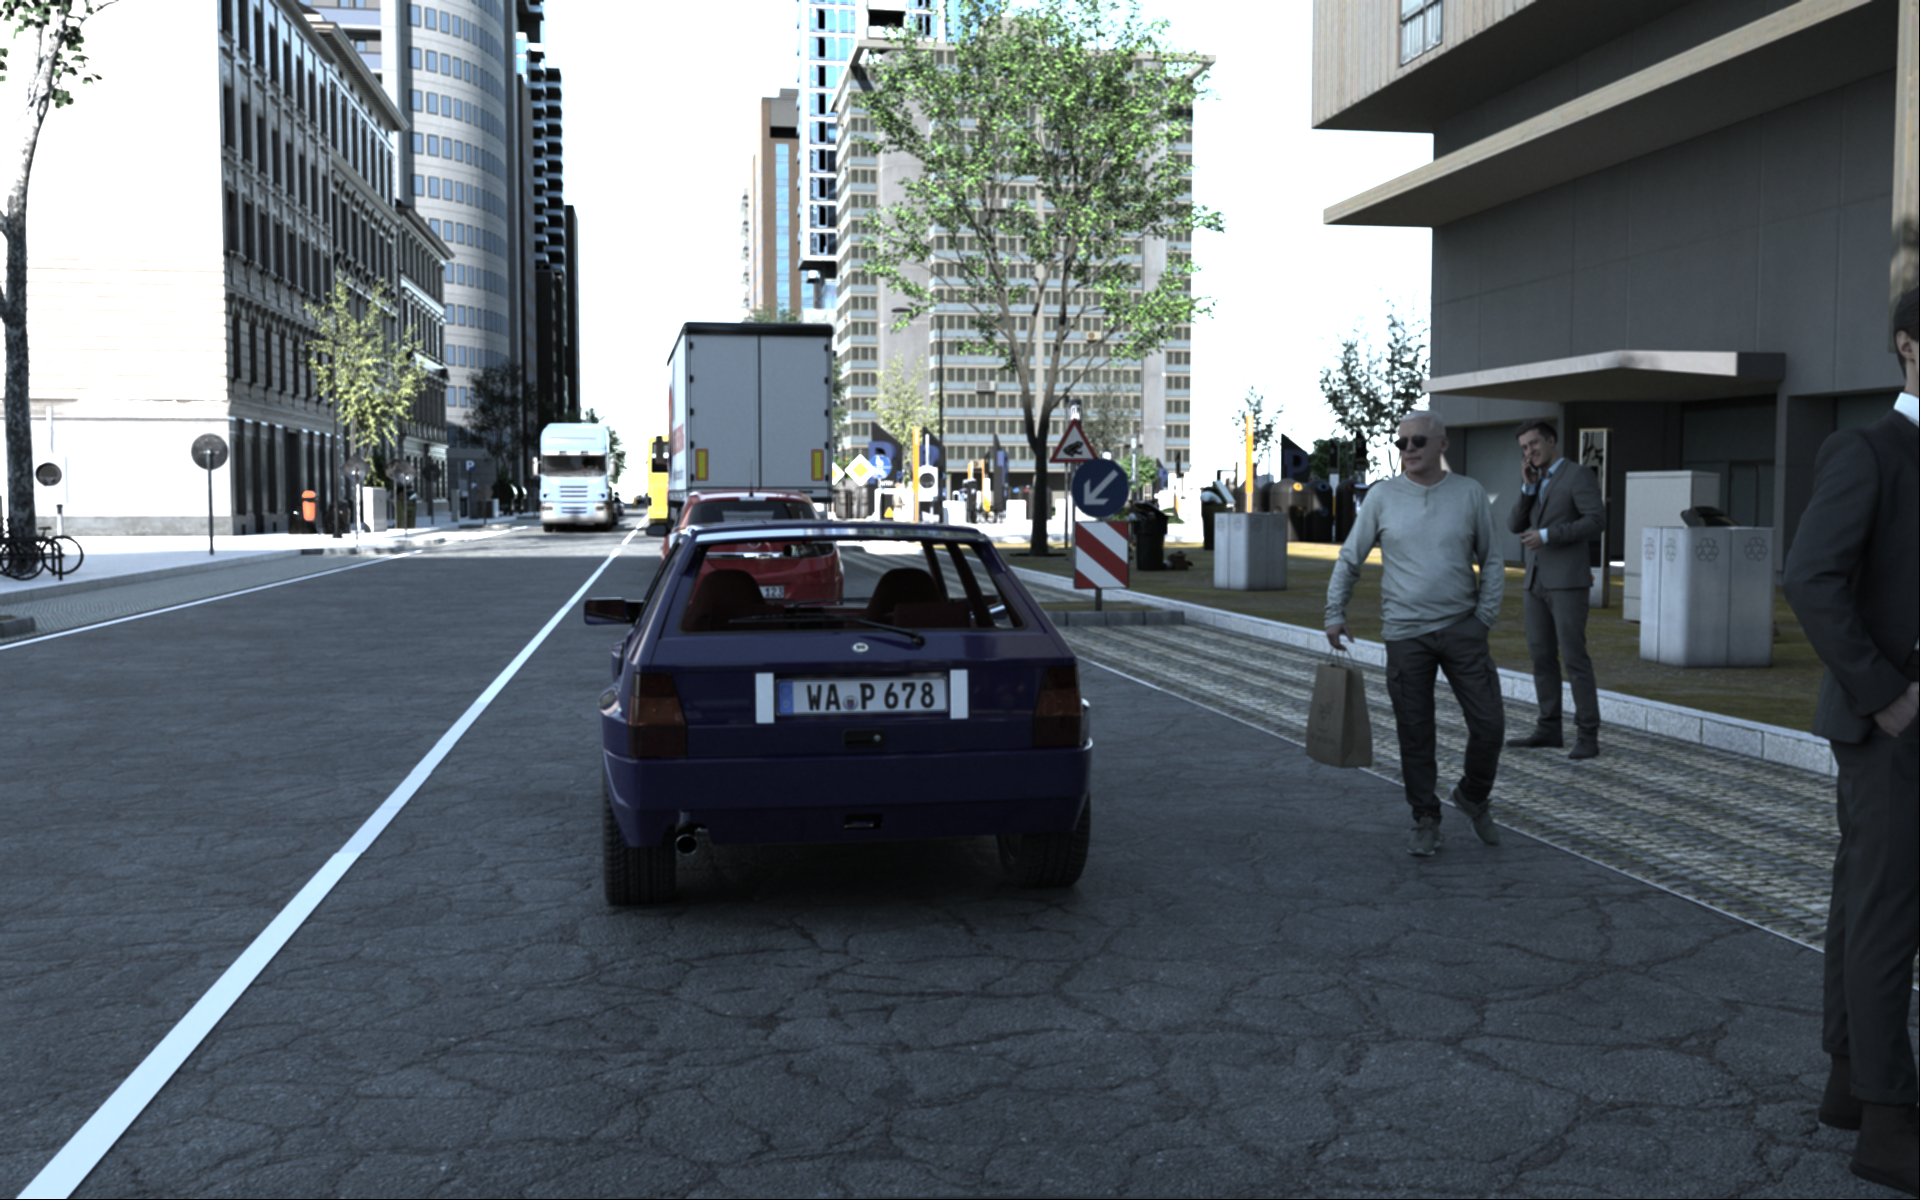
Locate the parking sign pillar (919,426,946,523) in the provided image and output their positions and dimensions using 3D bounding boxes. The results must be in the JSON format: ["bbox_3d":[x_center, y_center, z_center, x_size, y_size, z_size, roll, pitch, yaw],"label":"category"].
[{"bbox_3d":[-1.121,-4.887,68.369,1.447,3.967,1.447,-3,5,-40],"label":"parking sign pillar"}]

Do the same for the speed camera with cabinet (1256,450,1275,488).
[{"bbox_3d":[14.299,-5.164,78.772,2.038,3.252,0.660,-3,5,-44],"label":"speed camera with cabinet"}]

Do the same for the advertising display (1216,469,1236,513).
[{"bbox_3d":[6.924,-2.438,45.082,0.123,1.923,0.974,2,4,33],"label":"advertising display"}]

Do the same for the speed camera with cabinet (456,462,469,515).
[{"bbox_3d":[-30.019,-6.754,104.766,0.660,3.252,2.038,-2,4,-24],"label":"speed camera with cabinet"}]

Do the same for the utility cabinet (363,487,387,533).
[{"bbox_3d":[-19.339,-2.976,57.333,0.318,1.500,1.173,0,4,4],"label":"utility cabinet"}]

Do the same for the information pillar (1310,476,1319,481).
[{"bbox_3d":[14.808,-4.155,72.426,0.304,2.012,0.304,-1,4,-15],"label":"information pillar"}]

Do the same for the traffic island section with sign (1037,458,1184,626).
[{"bbox_3d":[1.297,-0.671,19.595,1.989,1.847,2.006,-1,4,-10],"label":"traffic island section with sign"}]

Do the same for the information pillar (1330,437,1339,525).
[{"bbox_3d":[15.427,-4.898,71.442,0.183,3.616,0.504,-2,4,-30],"label":"information pillar"}]

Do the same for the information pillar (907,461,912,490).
[{"bbox_3d":[-3.464,-7.804,118.957,0.183,3.616,0.504,2,4,28],"label":"information pillar"}]

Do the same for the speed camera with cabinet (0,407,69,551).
[{"bbox_3d":[-21.310,-2.739,39.113,2.038,3.252,0.660,-1,4,-19],"label":"speed camera with cabinet"}]

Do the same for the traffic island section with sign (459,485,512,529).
[{"bbox_3d":[-19.758,-3.885,72.143,1.989,1.847,2.006,-1,4,-10],"label":"traffic island section with sign"}]

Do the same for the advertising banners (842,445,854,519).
[{"bbox_3d":[-4.118,-4.109,63.377,0.090,3.025,2.074,0,4,7],"label":"advertising banners"}]

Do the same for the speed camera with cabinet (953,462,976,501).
[{"bbox_3d":[0.264,-6.880,106.831,0.660,3.252,2.038,-2,4,-27],"label":"speed camera with cabinet"}]

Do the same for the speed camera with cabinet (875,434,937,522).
[{"bbox_3d":[-1.768,-3.846,57.220,2.038,3.252,0.660,0,4,0],"label":"speed camera with cabinet"}]

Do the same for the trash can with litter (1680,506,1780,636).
[{"bbox_3d":[6.835,-0.239,15.295,0.624,1.170,1.055,-1,4,-12],"label":"trash can with litter"}]

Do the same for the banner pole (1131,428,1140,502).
[{"bbox_3d":[6.598,-4.594,65.124,0.401,3.779,0.863,2,4,31],"label":"banner pole"}]

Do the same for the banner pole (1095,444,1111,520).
[{"bbox_3d":[7.191,-5.913,86.701,0.863,3.779,0.401,1,4,20],"label":"banner pole"}]

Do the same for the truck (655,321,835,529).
[{"bbox_3d":[-4.385,-2.745,33.802,2.839,4.237,11.283,-1,4,-11],"label":"truck"}]

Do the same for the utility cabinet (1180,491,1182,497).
[{"bbox_3d":[15.333,-6.946,122.253,0.318,1.500,1.173,2,4,28],"label":"utility cabinet"}]

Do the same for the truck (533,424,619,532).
[{"bbox_3d":[-15.640,-5.032,72.027,2.967,4.110,18.799,-1,4,-10],"label":"truck"}]

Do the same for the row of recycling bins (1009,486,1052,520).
[{"bbox_3d":[3.297,-4.874,86.807,1.069,1.692,3.534,-3,5,-40],"label":"row of recycling bins"}]

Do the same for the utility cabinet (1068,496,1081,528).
[{"bbox_3d":[4.258,-3.286,64.892,0.306,1.237,1.020,-1,4,-15],"label":"utility cabinet"}]

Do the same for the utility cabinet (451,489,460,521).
[{"bbox_3d":[-23.435,-4.392,80.493,0.318,1.500,1.173,-1,4,-11],"label":"utility cabinet"}]

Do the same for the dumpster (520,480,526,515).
[{"bbox_3d":[-28.061,-6.497,108.725,1.502,2.255,1.985,-1,4,-10],"label":"dumpster"}]

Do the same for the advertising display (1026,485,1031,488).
[{"bbox_3d":[4.865,-7.182,122.635,0.123,1.923,0.974,-1,4,-11],"label":"advertising display"}]

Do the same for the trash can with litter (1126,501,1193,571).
[{"bbox_3d":[3.369,-1.088,29.181,1.055,1.170,0.624,-2,4,-29],"label":"trash can with litter"}]

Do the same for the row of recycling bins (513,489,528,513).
[{"bbox_3d":[-30.552,-6.923,120.306,1.069,1.692,3.534,-1,4,-20],"label":"row of recycling bins"}]

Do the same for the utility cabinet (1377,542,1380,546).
[{"bbox_3d":[10.718,-1.919,42.546,0.306,1.237,1.020,-2,4,-33],"label":"utility cabinet"}]

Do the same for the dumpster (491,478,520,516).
[{"bbox_3d":[-26.851,-6.070,101.732,1.502,2.255,1.985,-1,4,-10],"label":"dumpster"}]

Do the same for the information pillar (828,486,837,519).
[{"bbox_3d":[-5.681,-4.454,77.316,0.304,2.012,0.304,3,4,38],"label":"information pillar"}]

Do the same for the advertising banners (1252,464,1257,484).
[{"bbox_3d":[17.214,-6.225,97.961,0.090,3.025,2.074,-3,5,-41],"label":"advertising banners"}]

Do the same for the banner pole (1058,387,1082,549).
[{"bbox_3d":[2.617,-3.086,40.467,0.401,3.779,0.863,-2,4,-30],"label":"banner pole"}]

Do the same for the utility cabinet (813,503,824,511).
[{"bbox_3d":[-6.888,-4.317,81.744,1.020,1.237,0.306,2,4,29],"label":"utility cabinet"}]

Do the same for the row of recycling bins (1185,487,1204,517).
[{"bbox_3d":[14.019,-5.637,99.278,1.069,1.692,3.534,-1,4,-21],"label":"row of recycling bins"}]

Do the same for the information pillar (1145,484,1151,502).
[{"bbox_3d":[13.026,-7.084,120.312,0.304,2.012,0.304,-3,5,-43],"label":"information pillar"}]

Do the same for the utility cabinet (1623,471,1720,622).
[{"bbox_3d":[6.922,-0.501,16.865,0.318,1.500,1.173,-1,4,-8],"label":"utility cabinet"}]

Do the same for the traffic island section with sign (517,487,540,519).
[{"bbox_3d":[-24.310,-5.537,99.163,1.989,1.847,2.006,-1,4,-10],"label":"traffic island section with sign"}]

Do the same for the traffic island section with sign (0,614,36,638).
[{"bbox_3d":[-10.515,-0.533,17.345,1.989,1.847,2.006,-1,4,-10],"label":"traffic island section with sign"}]

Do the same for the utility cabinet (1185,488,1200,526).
[{"bbox_3d":[9.301,-3.697,69.121,0.318,1.500,1.173,0,4,-7],"label":"utility cabinet"}]

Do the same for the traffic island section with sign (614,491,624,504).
[{"bbox_3d":[-50.771,-15.131,256.016,1.989,1.847,2.006,-1,4,-10],"label":"traffic island section with sign"}]

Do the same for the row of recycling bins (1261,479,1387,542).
[{"bbox_3d":[10.056,-2.418,46.648,3.534,1.692,1.069,-1,4,-10],"label":"row of recycling bins"}]

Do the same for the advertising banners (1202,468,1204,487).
[{"bbox_3d":[15.999,-7.293,115.432,0.090,3.025,2.074,1,4,22],"label":"advertising banners"}]

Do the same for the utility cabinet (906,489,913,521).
[{"bbox_3d":[-2.170,-4.458,81.560,0.318,1.500,1.173,-3,5,-42],"label":"utility cabinet"}]

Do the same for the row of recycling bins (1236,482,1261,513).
[{"bbox_3d":[10.063,-3.117,58.078,3.534,1.692,1.069,-2,4,-23],"label":"row of recycling bins"}]

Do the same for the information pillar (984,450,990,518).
[{"bbox_3d":[1.447,-6.232,93.249,0.183,3.616,0.504,-2,4,-29],"label":"information pillar"}]

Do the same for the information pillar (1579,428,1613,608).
[{"bbox_3d":[7.167,-0.922,19.565,0.304,2.012,0.304,2,4,32],"label":"information pillar"}]

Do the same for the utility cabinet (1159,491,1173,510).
[{"bbox_3d":[13.660,-6.520,115.273,1.173,1.500,0.318,-2,4,-24],"label":"utility cabinet"}]

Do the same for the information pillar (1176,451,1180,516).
[{"bbox_3d":[11.858,-6.288,94.158,0.183,3.616,0.504,-1,4,-12],"label":"information pillar"}]

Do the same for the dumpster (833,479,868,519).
[{"bbox_3d":[-4.141,-3.699,66.235,1.264,1.857,1.865,-1,4,-10],"label":"dumpster"}]

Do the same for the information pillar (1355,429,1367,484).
[{"bbox_3d":[14.446,-4.352,62.506,0.504,3.616,0.183,-2,4,-26],"label":"information pillar"}]

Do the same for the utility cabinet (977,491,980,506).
[{"bbox_3d":[1.055,-7.351,128.866,0.318,1.500,1.173,-2,4,-34],"label":"utility cabinet"}]
